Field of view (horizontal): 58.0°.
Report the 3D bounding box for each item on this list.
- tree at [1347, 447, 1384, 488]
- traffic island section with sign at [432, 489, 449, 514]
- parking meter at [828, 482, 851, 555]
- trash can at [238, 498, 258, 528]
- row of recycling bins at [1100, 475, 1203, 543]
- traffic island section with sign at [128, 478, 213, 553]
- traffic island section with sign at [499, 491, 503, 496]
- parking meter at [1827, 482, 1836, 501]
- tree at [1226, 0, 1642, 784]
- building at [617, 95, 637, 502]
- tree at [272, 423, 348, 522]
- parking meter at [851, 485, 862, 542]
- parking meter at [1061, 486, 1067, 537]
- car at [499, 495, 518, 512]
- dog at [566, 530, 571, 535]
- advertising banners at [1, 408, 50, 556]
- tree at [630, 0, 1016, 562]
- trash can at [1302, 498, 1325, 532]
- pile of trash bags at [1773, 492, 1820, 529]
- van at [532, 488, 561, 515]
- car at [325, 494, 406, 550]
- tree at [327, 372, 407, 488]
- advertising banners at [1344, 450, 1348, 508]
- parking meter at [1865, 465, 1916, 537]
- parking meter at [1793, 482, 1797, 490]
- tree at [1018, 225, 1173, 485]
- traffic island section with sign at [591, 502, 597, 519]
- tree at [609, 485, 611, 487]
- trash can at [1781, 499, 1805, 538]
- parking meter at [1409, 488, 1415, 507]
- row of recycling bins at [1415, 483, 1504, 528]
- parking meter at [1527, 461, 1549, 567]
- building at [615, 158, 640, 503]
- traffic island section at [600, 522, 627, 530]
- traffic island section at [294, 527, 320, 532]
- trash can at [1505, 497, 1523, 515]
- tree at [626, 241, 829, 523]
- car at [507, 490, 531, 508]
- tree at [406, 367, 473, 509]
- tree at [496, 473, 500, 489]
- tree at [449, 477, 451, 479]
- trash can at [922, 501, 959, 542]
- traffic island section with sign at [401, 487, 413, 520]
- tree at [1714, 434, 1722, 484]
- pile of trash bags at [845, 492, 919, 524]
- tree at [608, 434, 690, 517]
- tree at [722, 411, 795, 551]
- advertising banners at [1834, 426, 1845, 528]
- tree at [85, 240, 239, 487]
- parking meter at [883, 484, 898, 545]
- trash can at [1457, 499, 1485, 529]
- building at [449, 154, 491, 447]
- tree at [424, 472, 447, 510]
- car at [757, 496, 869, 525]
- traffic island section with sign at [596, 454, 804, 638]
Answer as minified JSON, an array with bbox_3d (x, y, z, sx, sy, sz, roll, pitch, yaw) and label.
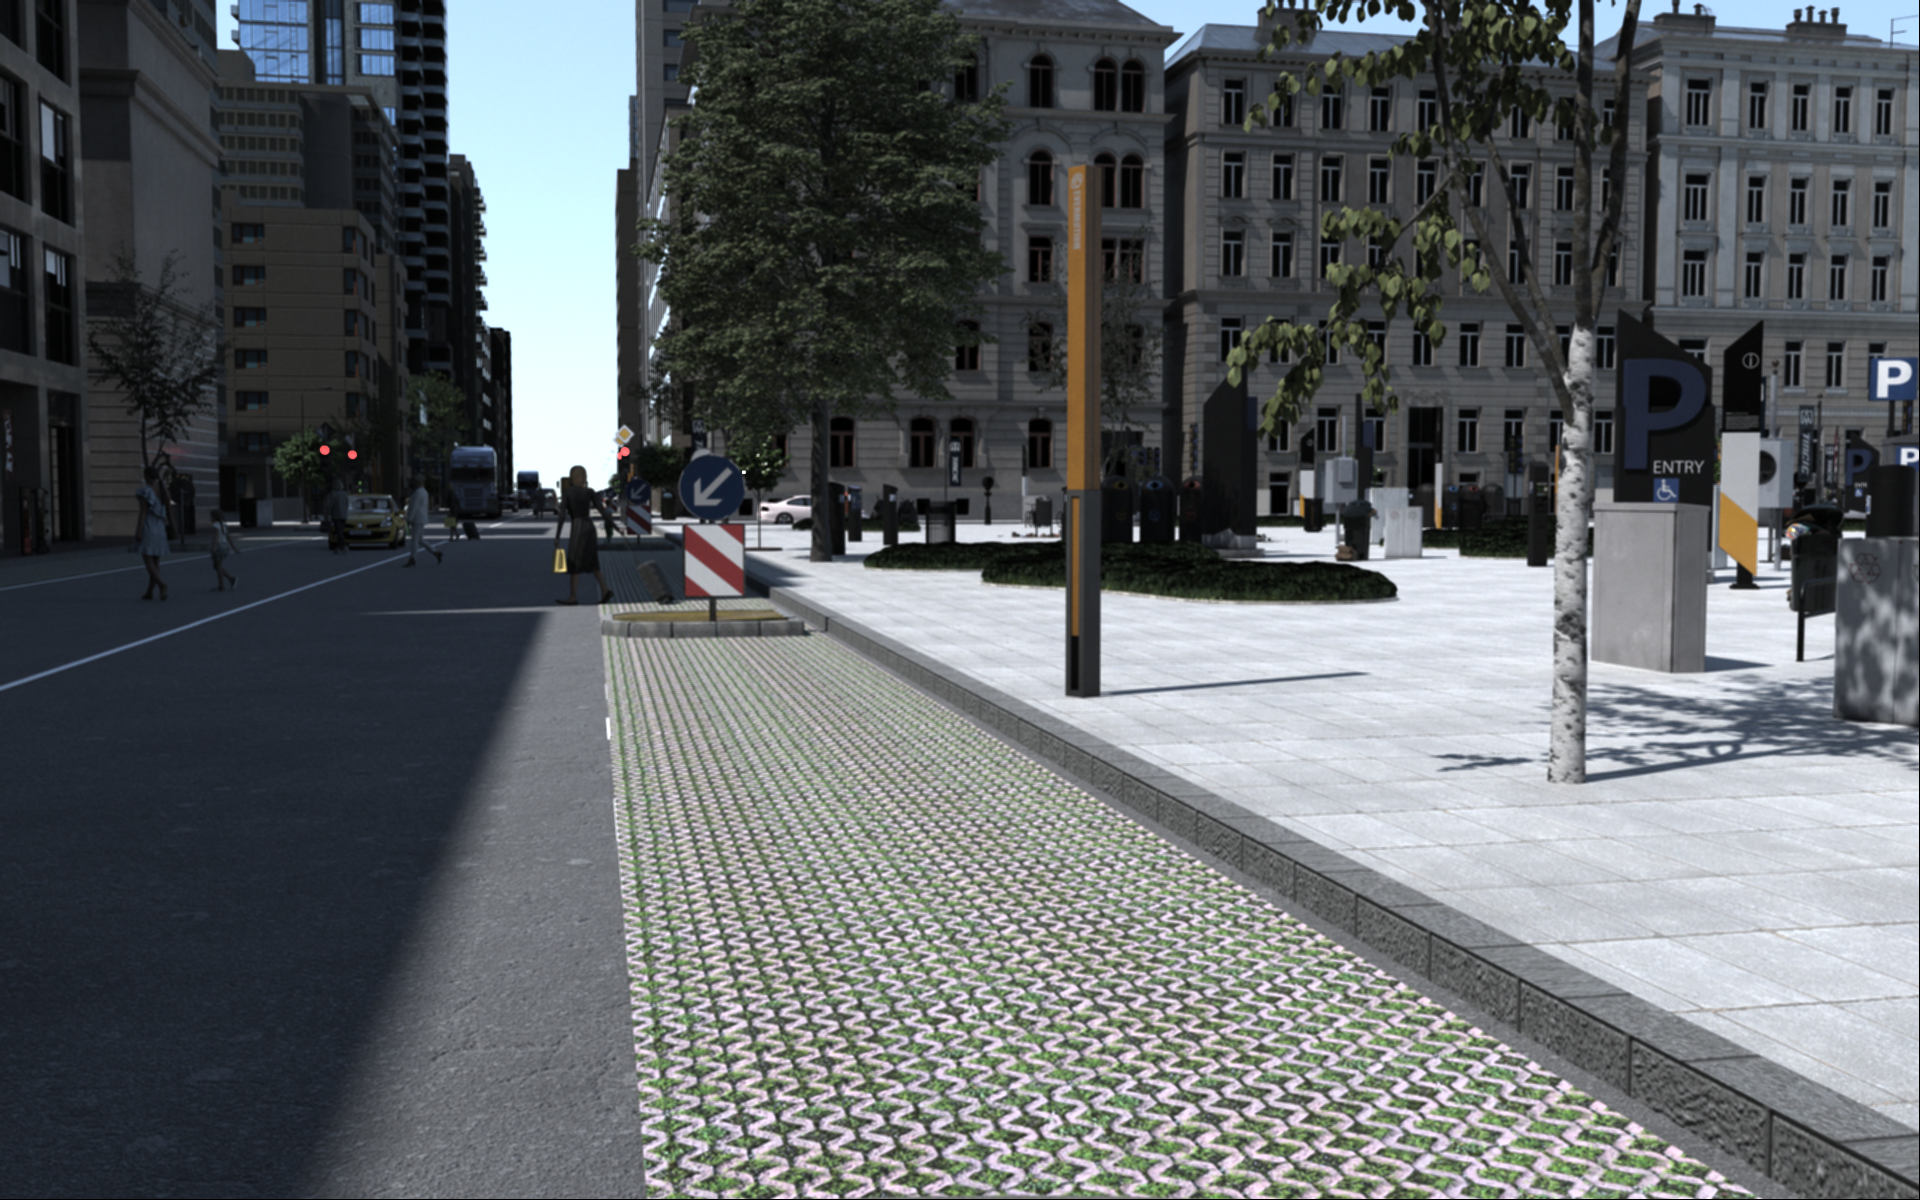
[{"bbox_3d":[13.997,-4.004,60.062,1.663,3.219,1.824,0,3,0],"label":"tree"},{"bbox_3d":[-36.745,-7.055,123.984,1.989,1.847,2.006,-1,4,-12],"label":"traffic island section with sign"},{"bbox_3d":[-2.609,-1.720,36.530,0.372,1.533,0.369,0,3,0],"label":"parking meter"},{"bbox_3d":[-27.175,-3.332,66.129,0.748,1.137,0.748,0,3,0],"label":"trash can"},{"bbox_3d":[4.763,-1.907,38.295,3.534,1.692,1.069,1,4,17],"label":"row of recycling bins"},{"bbox_3d":[-19.488,-2.118,43.255,1.989,1.847,2.006,-1,4,-12],"label":"traffic island section with sign"},{"bbox_3d":[-52.867,-11.671,199.443,1.989,1.847,2.006,-1,4,-12],"label":"traffic island section with sign"},{"bbox_3d":[40.542,-4.580,80.598,0.399,1.863,0.255,-2,4,-33],"label":"parking meter"},{"bbox_3d":[2.585,-3.505,7.674,4.737,8.622,4.395,0,3,0],"label":"tree"},{"bbox_3d":[-42.679,-58.664,271.833,22.319,86.520,31.000,-1,4,-12],"label":"building"},{"bbox_3d":[-29.761,-5.858,79.484,4.285,4.588,4.351,0,3,0],"label":"tree"},{"bbox_3d":[-2.830,-2.338,46.631,0.372,1.533,0.369,0,3,0],"label":"parking meter"},{"bbox_3d":[2.595,-2.004,41.169,0.372,1.533,0.369,0,3,0],"label":"parking meter"},{"bbox_3d":[-36.381,-7.714,138.703,1.945,1.354,3.894,-1,4,-10],"label":"car"},{"bbox_3d":[-13.685,-2.712,61.170,0.800,0.831,0.513,-3,5,-45],"label":"dog"},{"bbox_3d":[-19.509,-2.444,36.145,0.090,3.025,2.074,0,4,-6],"label":"advertising banners"},{"bbox_3d":[-2.290,-6.978,32.217,7.486,12.596,7.792,0,3,0],"label":"tree"},{"bbox_3d":[11.869,-2.847,58.198,0.748,1.137,0.748,0,3,0],"label":"trash can"},{"bbox_3d":[30.564,-3.256,62.984,1.912,1.369,3.447,3,5,41],"label":"pile of trash bags"},{"bbox_3d":[-29.049,-7.003,121.516,2.013,2.044,4.112,-1,4,-11],"label":"van"},{"bbox_3d":[-15.704,-2.183,45.910,2.015,1.641,3.980,-1,4,-13],"label":"car"},{"bbox_3d":[-35.282,-9.381,103.749,4.737,8.622,4.395,0,3,0],"label":"tree"},{"bbox_3d":[15.201,-4.402,68.158,0.090,3.025,2.074,1,4,15],"label":"advertising banners"},{"bbox_3d":[8.107,-0.410,15.118,0.372,1.533,0.369,0,3,0],"label":"parking meter"},{"bbox_3d":[39.181,-4.640,81.582,0.255,1.863,0.399,0,4,-4],"label":"parking meter"},{"bbox_3d":[3.659,-5.764,44.602,4.360,8.622,3.978,0,3,0],"label":"tree"},{"bbox_3d":[-8.371,-2.189,44.425,1.989,1.847,2.006,-1,4,-12],"label":"traffic island section with sign"},{"bbox_3d":[-58.636,-18.233,292.717,1.663,3.219,1.824,0,3,0],"label":"tree"},{"bbox_3d":[24.453,-2.406,50.994,0.748,1.137,0.748,0,3,0],"label":"trash can"},{"bbox_3d":[19.965,-4.184,76.820,0.372,1.533,0.369,0,3,0],"label":"parking meter"},{"bbox_3d":[19.015,-3.603,66.016,3.534,1.692,1.069,-1,4,-13],"label":"row of recycling bins"},{"bbox_3d":[10.226,-1.524,30.631,0.255,1.863,0.399,0,4,1],"label":"parking meter"},{"bbox_3d":[-37.924,-38.116,246.896,21.300,48.544,21.600,-1,4,-12],"label":"building"},{"bbox_3d":[-15.116,-3.384,77.601,2.009,0.180,2.903,-1,4,-12],"label":"traffic island section"},{"bbox_3d":[-24.638,-2.760,67.414,2.009,0.180,2.903,-1,4,-12],"label":"traffic island section"},{"bbox_3d":[23.377,-3.761,73.145,0.748,1.137,0.748,0,3,0],"label":"trash can"},{"bbox_3d":[-7.884,-7.690,60.137,7.601,10.594,8.767,-2,4,-27],"label":"tree"},{"bbox_3d":[-44.397,-10.134,174.370,2.281,1.827,5.304,-1,4,-14],"label":"car"},{"bbox_3d":[-44.099,-13.304,143.269,9.928,11.665,9.643,0,3,0],"label":"tree"},{"bbox_3d":[-60.835,-14.647,223.196,4.285,4.588,4.351,0,3,0],"label":"tree"},{"bbox_3d":[-46.926,-10.190,161.203,1.663,3.219,1.824,0,3,0],"label":"tree"},{"bbox_3d":[-0.392,-1.430,35.028,0.748,1.137,0.748,0,3,0],"label":"trash can"},{"bbox_3d":[-31.108,-5.443,97.622,1.989,1.847,2.006,-1,4,-12],"label":"traffic island section with sign"},{"bbox_3d":[21.772,-3.289,48.382,1.663,3.219,1.824,0,3,0],"label":"tree"},{"bbox_3d":[-3.318,-3.671,69.768,3.447,1.369,1.912,0,4,4],"label":"pile of trash bags"},{"bbox_3d":[-16.526,-6.831,95.404,4.285,4.588,4.351,0,3,0],"label":"tree"},{"bbox_3d":[-4.596,-2.748,39.535,1.663,3.219,1.824,0,3,0],"label":"tree"},{"bbox_3d":[22.168,-2.905,43.691,0.090,3.025,2.074,1,4,22],"label":"advertising banners"},{"bbox_3d":[-23.823,-6.170,51.238,4.360,8.622,3.978,0,3,0],"label":"tree"},{"bbox_3d":[-1.737,-2.139,43.381,0.372,1.533,0.369,0,3,0],"label":"parking meter"},{"bbox_3d":[13.856,-2.163,47.014,0.748,1.137,0.748,0,3,0],"label":"trash can"},{"bbox_3d":[-77.829,-38.085,242.300,23.786,49.044,30.456,-1,4,-12],"label":"building"},{"bbox_3d":[-42.389,-8.776,138.088,1.663,3.219,1.824,0,3,0],"label":"tree"},{"bbox_3d":[-6.331,-3.817,74.765,4.827,1.381,2.083,-1,4,-12],"label":"car"},{"bbox_3d":[-2.736,-0.577,18.063,1.989,1.847,2.006,-1,4,-12],"label":"traffic island section with sign"}]
